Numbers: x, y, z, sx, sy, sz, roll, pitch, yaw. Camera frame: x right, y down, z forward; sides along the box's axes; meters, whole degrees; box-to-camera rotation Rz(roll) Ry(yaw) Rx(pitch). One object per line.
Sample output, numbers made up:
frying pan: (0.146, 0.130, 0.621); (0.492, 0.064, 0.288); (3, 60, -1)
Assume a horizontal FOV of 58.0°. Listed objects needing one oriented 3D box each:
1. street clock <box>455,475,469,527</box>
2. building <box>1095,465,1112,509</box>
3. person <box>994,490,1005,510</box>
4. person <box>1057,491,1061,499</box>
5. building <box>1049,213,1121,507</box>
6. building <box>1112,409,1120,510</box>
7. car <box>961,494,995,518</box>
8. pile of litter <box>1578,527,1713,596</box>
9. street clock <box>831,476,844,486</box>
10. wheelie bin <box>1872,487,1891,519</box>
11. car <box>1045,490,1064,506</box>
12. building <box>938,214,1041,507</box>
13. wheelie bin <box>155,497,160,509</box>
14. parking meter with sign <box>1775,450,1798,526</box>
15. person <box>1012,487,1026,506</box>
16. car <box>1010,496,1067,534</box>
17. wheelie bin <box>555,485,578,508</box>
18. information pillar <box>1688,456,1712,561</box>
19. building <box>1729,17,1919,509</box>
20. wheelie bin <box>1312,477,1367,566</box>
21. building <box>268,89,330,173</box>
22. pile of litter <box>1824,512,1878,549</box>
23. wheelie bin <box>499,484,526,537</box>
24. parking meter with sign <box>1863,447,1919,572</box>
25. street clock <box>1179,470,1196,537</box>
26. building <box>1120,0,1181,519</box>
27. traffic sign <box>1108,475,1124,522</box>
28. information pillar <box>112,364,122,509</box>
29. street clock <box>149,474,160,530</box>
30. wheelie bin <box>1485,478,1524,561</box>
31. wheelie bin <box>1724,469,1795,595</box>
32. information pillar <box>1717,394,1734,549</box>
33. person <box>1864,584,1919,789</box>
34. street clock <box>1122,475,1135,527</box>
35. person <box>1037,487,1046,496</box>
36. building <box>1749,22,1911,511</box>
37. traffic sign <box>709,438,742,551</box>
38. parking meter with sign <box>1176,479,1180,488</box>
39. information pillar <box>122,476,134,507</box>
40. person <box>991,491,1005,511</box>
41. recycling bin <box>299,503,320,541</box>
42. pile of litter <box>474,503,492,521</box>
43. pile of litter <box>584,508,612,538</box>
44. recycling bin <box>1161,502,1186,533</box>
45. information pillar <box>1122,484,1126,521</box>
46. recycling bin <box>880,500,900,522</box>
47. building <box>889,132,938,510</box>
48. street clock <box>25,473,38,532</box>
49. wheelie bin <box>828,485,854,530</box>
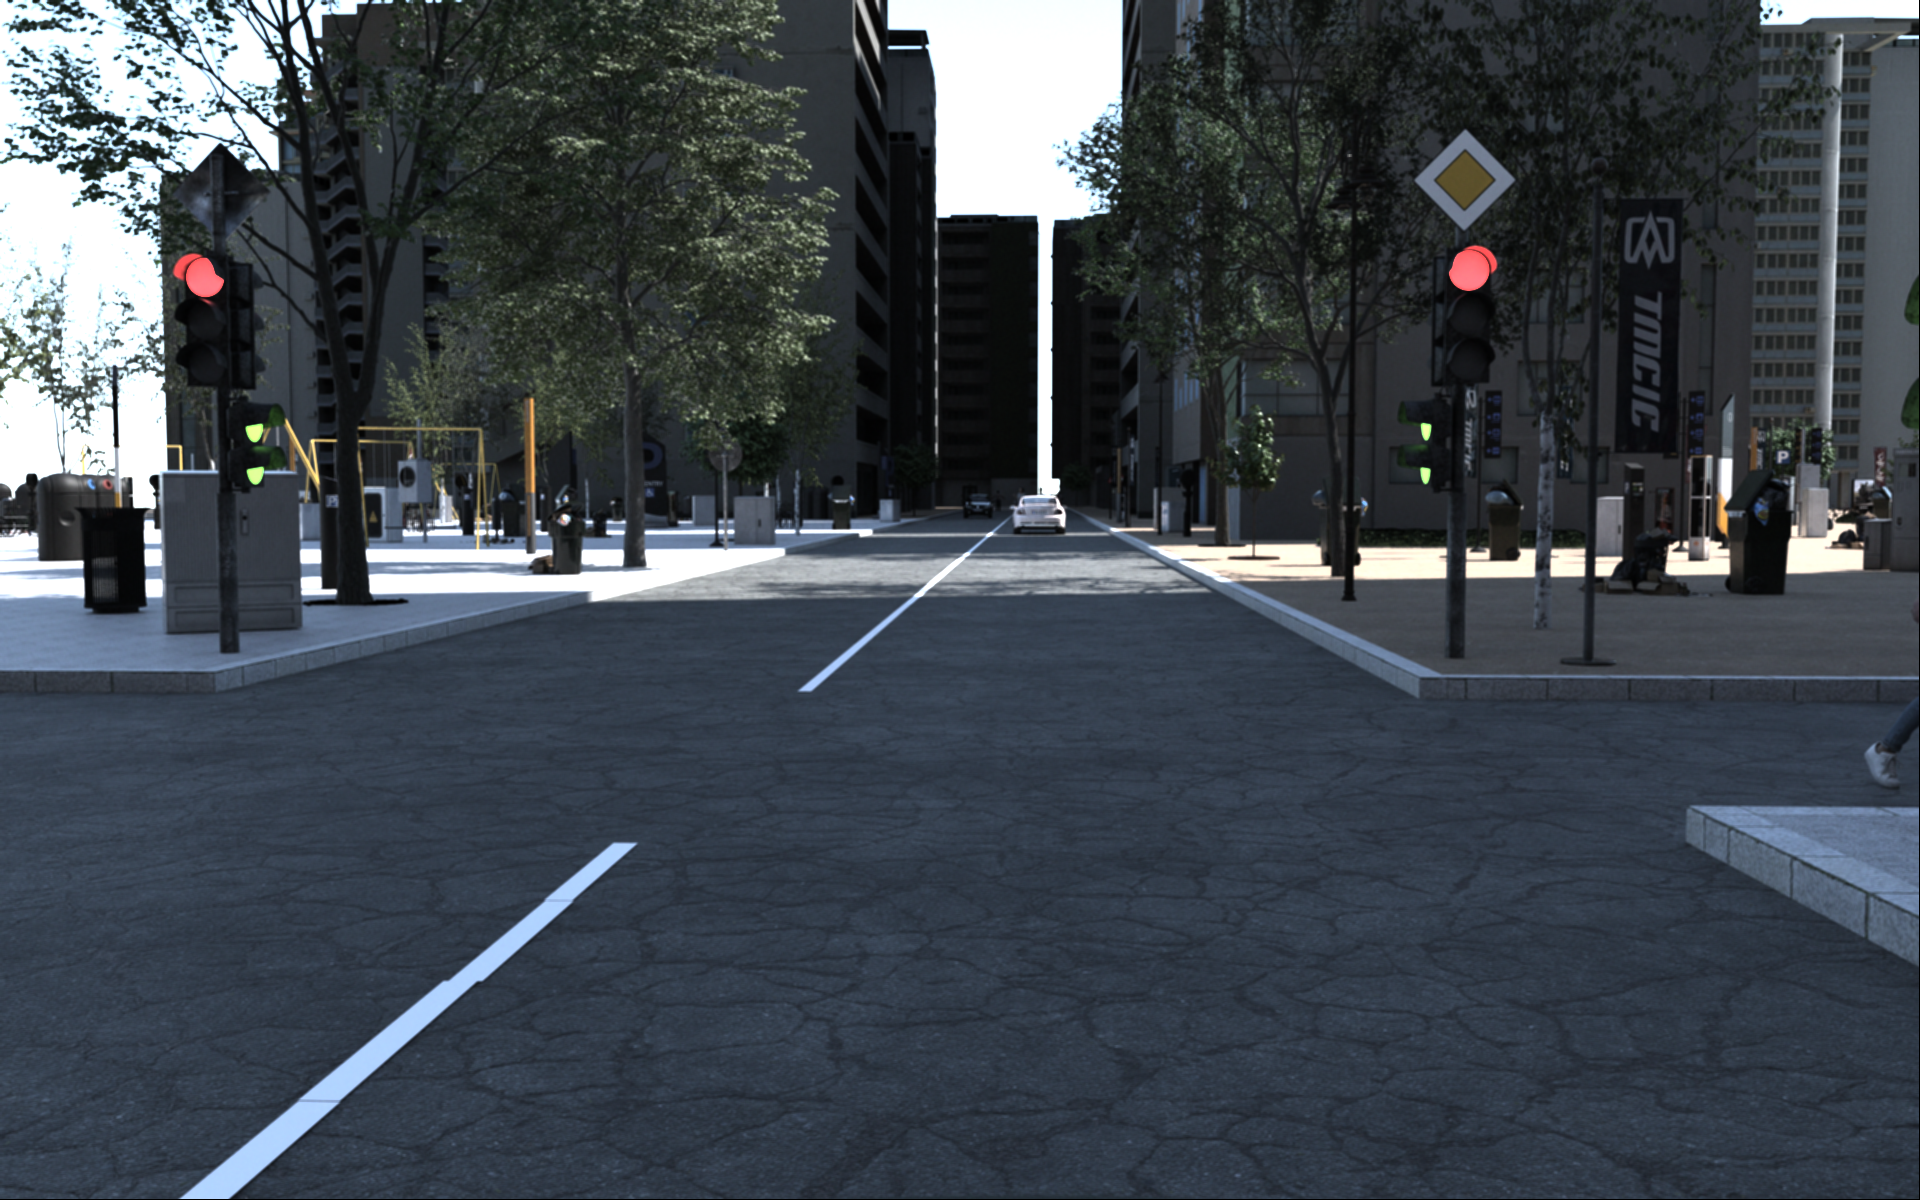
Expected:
street clock: (-19.330, -3.833, 67.241); (0.471, 2.002, 0.358); (0, 4, 5)
building: (22.519, -43.537, 150.080); (20.563, 71.187, 20.611); (0, 4, 3)
person: (3.243, -8.405, 146.650); (1.217, 1.736, 0.721); (-1, 4, -9)
person: (9.213, -9.306, 161.329); (0.621, 1.740, 0.551); (-1, 4, -9)
building: (16.467, -25.016, 180.708); (14.107, 30.474, 14.160); (0, 4, 3)
building: (22.938, -49.611, 123.811); (22.319, 86.520, 31.000); (0, 4, 3)
car: (1.090, -5.758, 103.936); (2.009, 1.686, 4.222); (0, 4, 1)
pile of litter: (8.826, -0.514, 22.365); (1.176, 0.858, 1.719); (-1, 4, -22)
street clock: (-4.809, -3.872, 67.869); (0.471, 2.002, 0.358); (-2, 4, -25)
wheelie bin: (36.325, -3.687, 68.195); (0.693, 1.594, 0.980); (3, 5, 42)
car: (7.534, -8.235, 143.686); (2.155, 1.783, 4.494); (0, 4, 4)
building: (1.364, -25.062, 181.470); (14.107, 30.474, 14.160); (0, 4, 3)
wheelie bin: (-31.764, -3.767, 69.495); (0.693, 1.594, 0.980); (1, 4, 9)
parking meter with sign: (33.204, -4.478, 69.472); (0.543, 3.016, 1.738); (3, 5, 39)
person: (2.789, -4.511, 82.615); (0.716, 1.782, 0.532); (3, 5, 40)
car: (2.856, -3.090, 62.890); (2.083, 1.381, 4.827); (0, 4, 1)
wheelie bin: (-13.619, -3.187, 60.020); (0.693, 1.594, 0.980); (-2, 4, -28)
information pillar: (14.194, -1.757, 33.215); (0.304, 2.012, 0.304); (3, 5, 44)
building: (78.276, -28.676, 152.441); (14.086, 41.232, 14.154); (0, 4, 3)
wheelie bin: (6.791, -1.420, 31.126); (0.980, 1.594, 0.693); (0, 4, -3)
building: (-58.805, -32.600, 187.636); (28.867, 44.769, 22.147); (0, 4, 3)
pile of litter: (21.142, -1.613, 40.335); (1.719, 0.858, 1.176); (3, 5, 40)
wheelie bin: (-13.403, -2.694, 51.953); (0.693, 1.594, 0.980); (1, 4, 12)
parking meter with sign: (15.807, -1.974, 28.539); (0.543, 3.016, 1.738); (-2, 4, -27)
street clock: (6.822, -2.899, 51.970); (0.471, 2.002, 0.358); (-1, 4, -14)
building: (20.374, -29.045, 98.593); (21.300, 48.544, 21.600); (0, 4, 3)
traffic sign: (7.333, -4.942, 80.803); (0.884, 2.594, 0.081); (1, 4, 11)
information pillar: (-15.148, -2.433, 31.128); (0.183, 3.616, 0.504); (-2, 4, -24)
street clock: (-28.884, -3.531, 62.297); (0.358, 2.002, 0.471); (2, 4, 34)
wheelie bin: (10.509, -1.562, 33.445); (0.693, 1.594, 0.980); (1, 4, 21)
wheelie bin: (10.296, -0.881, 22.318); (0.693, 1.594, 0.980); (0, 4, 1)
information pillar: (17.827, -2.996, 40.335); (0.504, 3.616, 0.183); (-3, 4, -37)
person: (4.716, 0.050, 8.363); (0.598, 1.740, 0.731); (3, 5, 39)
street clock: (6.543, -3.840, 67.362); (0.471, 2.002, 0.358); (0, 4, 8)
person: (3.690, -4.030, 75.056); (0.731, 1.740, 0.598); (-3, 5, -40)
building: (58.533, -27.629, 143.621); (23.993, 40.220, 32.217); (0, 4, 3)
traffic sign: (-5.278, -2.377, 38.964); (0.768, 2.556, 0.104); (0, 4, 6)
parking meter with sign: (11.065, -5.464, 85.593); (0.543, 3.016, 1.738); (-2, 4, -29)
information pillar: (-33.877, -4.042, 70.570); (0.304, 2.012, 0.304); (2, 4, 34)
person: (3.163, -8.314, 145.142); (1.217, 1.736, 0.721); (-1, 4, -12)
recycling bin: (-17.919, -2.162, 47.896); (0.722, 1.027, 0.722); (-3, 4, -36)
pile of litter: (-22.272, -4.111, 81.182); (1.719, 0.858, 1.176); (2, 4, 30)
pile of litter: (-10.949, -2.296, 51.512); (1.176, 0.858, 1.719); (0, 4, -8)
recycling bin: (7.143, -2.779, 57.997); (0.722, 1.027, 0.722); (-1, 4, -20)
information pillar: (7.719, -4.766, 82.413); (0.304, 2.012, 0.304); (1, 4, 13)
recycling bin: (-3.211, -4.102, 79.616); (0.722, 1.027, 0.722); (2, 4, 28)
building: (-9.412, -22.428, 138.400); (14.160, 30.474, 14.107); (0, 4, 3)
street clock: (-31.542, -3.323, 58.904); (0.358, 2.002, 0.471); (0, 4, -4)
wheelie bin: (-4.270, -3.322, 62.229); (0.980, 1.594, 0.693); (0, 4, 3)
